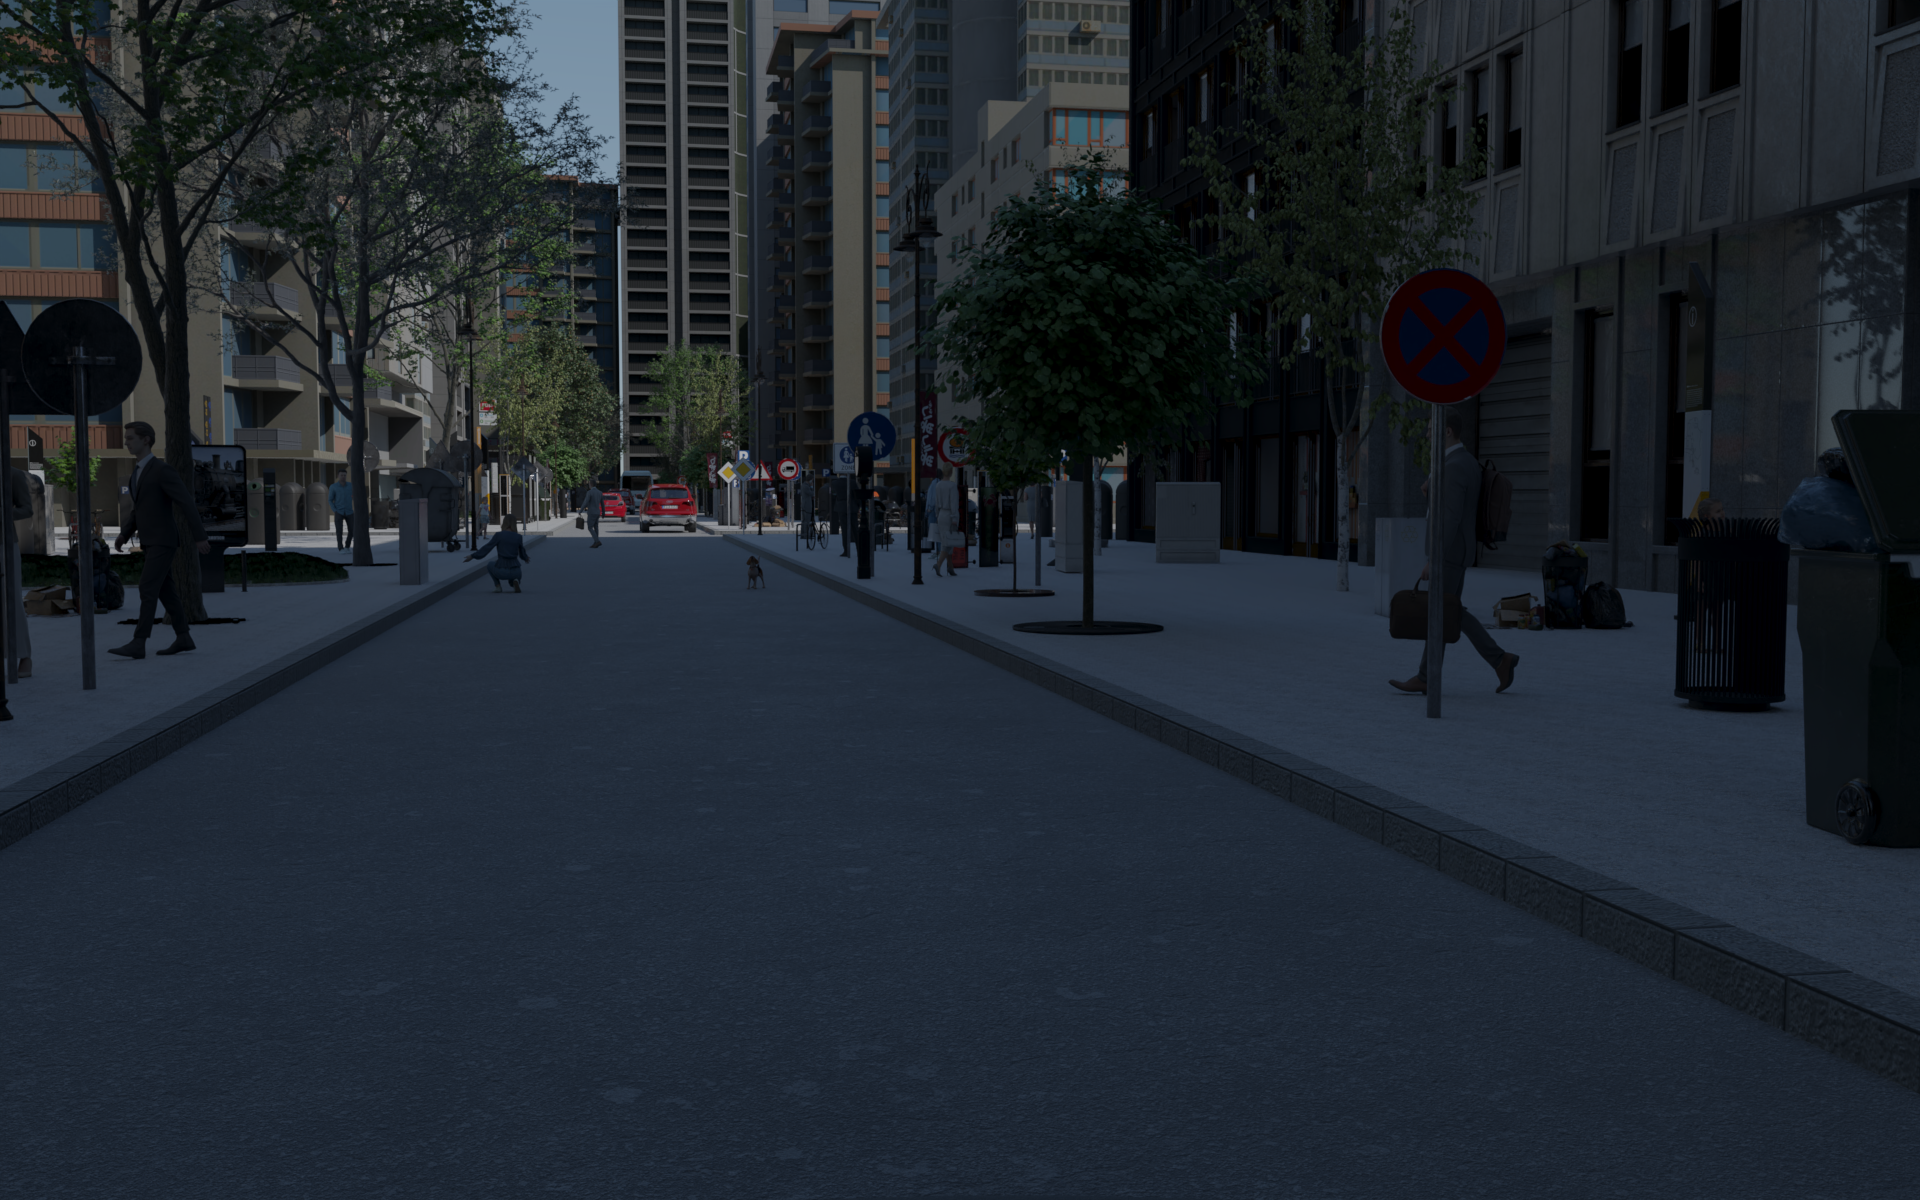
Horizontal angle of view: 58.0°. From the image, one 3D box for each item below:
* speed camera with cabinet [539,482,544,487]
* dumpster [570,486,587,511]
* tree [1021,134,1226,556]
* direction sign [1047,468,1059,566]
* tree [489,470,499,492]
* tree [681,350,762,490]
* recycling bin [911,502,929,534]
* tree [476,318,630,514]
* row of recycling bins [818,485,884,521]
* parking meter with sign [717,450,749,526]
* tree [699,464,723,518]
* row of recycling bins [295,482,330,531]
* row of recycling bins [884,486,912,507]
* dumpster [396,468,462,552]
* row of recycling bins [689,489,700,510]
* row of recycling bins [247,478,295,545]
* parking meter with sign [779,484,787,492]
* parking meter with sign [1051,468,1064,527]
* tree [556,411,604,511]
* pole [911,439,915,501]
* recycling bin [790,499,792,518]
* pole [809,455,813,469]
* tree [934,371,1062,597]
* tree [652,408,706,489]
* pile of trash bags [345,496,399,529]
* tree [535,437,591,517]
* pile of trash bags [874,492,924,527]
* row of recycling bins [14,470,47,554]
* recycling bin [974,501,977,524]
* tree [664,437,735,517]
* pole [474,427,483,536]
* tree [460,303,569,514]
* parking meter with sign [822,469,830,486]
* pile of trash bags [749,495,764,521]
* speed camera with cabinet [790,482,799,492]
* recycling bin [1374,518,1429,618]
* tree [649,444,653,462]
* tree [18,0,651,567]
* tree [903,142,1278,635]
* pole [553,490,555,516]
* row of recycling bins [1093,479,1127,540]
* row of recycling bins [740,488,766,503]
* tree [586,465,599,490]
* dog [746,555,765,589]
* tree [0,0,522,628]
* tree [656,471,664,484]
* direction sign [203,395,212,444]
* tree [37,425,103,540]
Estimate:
[{"bbox_3d":[-29.593,-7.765,121.296,0.660,3.252,2.038,0,4,6],"label":"speed camera with cabinet"},{"bbox_3d":[-28.235,-7.492,128.250,1.264,1.857,1.865,-1,4,-11],"label":"dumpster"},{"bbox_3d":[3.008,-5.222,35.738,4.360,8.622,3.978,0,3,0],"label":"tree"},{"bbox_3d":[1.741,-2.378,30.885,0.876,3.537,0.379,2,4,24],"label":"direction sign"},{"bbox_3d":[-32.718,-7.819,122.436,1.663,3.219,1.824,0,3,0],"label":"tree"},{"bbox_3d":[-12.529,-8.497,89.287,4.737,8.622,4.395,0,3,0],"label":"tree"},{"bbox_3d":[-1.221,-2.656,55.975,0.722,1.027,0.722,-2,4,-35],"label":"recycling bin"},{"bbox_3d":[-26.276,-11.914,111.801,9.611,12.733,9.660,0,3,0],"label":"tree"},{"bbox_3d":[-5.343,-4.541,81.353,3.534,1.692,1.069,3,5,42],"label":"row of recycling bins"},{"bbox_3d":[-9.208,-4.507,69.945,0.543,3.016,1.738,-3,5,-40],"label":"parking meter with sign"},{"bbox_3d":[-13.476,-6.119,94.652,1.663,3.219,1.824,0,3,0],"label":"tree"},{"bbox_3d":[-23.797,-3.288,60.867,3.534,1.692,1.069,1,4,13],"label":"row of recycling bins"},{"bbox_3d":[-3.494,-5.032,89.388,3.534,1.692,1.069,3,5,44],"label":"row of recycling bins"},{"bbox_3d":[-11.812,-2.006,38.565,1.264,1.857,1.865,-1,4,-11],"label":"dumpster"},{"bbox_3d":[-20.329,-7.703,133.057,1.069,1.692,3.534,0,4,6],"label":"row of recycling bins"},{"bbox_3d":[-18.895,-2.292,44.581,3.534,1.692,1.069,2,4,27],"label":"row of recycling bins"},{"bbox_3d":[-13.211,-8.172,129.874,1.738,3.016,0.543,0,4,-2],"label":"parking meter with sign"},{"bbox_3d":[3.781,-4.334,67.127,0.543,3.016,1.738,0,4,-3],"label":"parking meter with sign"},{"bbox_3d":[-29.898,-11.171,133.008,4.360,8.622,3.978,0,3,0],"label":"tree"},{"bbox_3d":[-1.712,-4.291,64.005,0.158,3.312,0.155,0,3,0],"label":"pole"},{"bbox_3d":[-8.582,-4.840,91.685,0.722,1.027,0.722,3,5,45],"label":"recycling bin"},{"bbox_3d":[-7.794,-5.911,90.495,0.158,3.312,0.155,0,3,0],"label":"pole"},{"bbox_3d":[0.785,-1.665,21.827,1.663,3.219,1.824,0,3,0],"label":"tree"},{"bbox_3d":[-22.188,-11.714,141.882,4.360,8.622,3.978,0,3,0],"label":"tree"},{"bbox_3d":[-21.688,-3.382,65.043,3.447,1.369,1.912,-3,4,-38],"label":"pile of trash bags"},{"bbox_3d":[-22.852,-7.047,98.929,4.285,4.588,4.351,0,3,0],"label":"tree"},{"bbox_3d":[-2.508,-3.551,67.807,3.447,1.369,1.912,3,5,44],"label":"pile of trash bags"},{"bbox_3d":[-15.804,-1.288,28.167,1.069,1.692,3.534,-1,4,-8],"label":"row of recycling bins"},{"bbox_3d":[0.603,-3.112,63.428,0.722,1.027,0.722,0,4,5],"label":"recycling bin"},{"bbox_3d":[-14.283,-6.979,97.828,4.285,4.588,4.351,0,3,0],"label":"tree"},{"bbox_3d":[-14.664,-3.599,52.683,0.158,3.312,0.155,0,3,0],"label":"pole"},{"bbox_3d":[-17.432,-7.175,67.679,4.737,8.622,4.395,0,3,0],"label":"tree"},{"bbox_3d":[-9.163,-7.502,118.921,0.543,3.016,1.738,0,4,-6],"label":"parking meter with sign"},{"bbox_3d":[-10.032,-4.371,81.210,1.912,1.369,3.447,1,4,21],"label":"pile of trash bags"},{"bbox_3d":[-11.728,-8.105,126.854,0.660,3.252,2.038,-2,4,-33],"label":"speed camera with cabinet"},{"bbox_3d":[4.796,-0.345,18.201,0.722,1.027,0.722,0,3,0],"label":"recycling bin"},{"bbox_3d":[-29.102,-13.732,174.878,4.360,8.622,3.978,0,3,0],"label":"tree"},{"bbox_3d":[-10.794,-7.343,30.430,12.009,13.543,11.850,0,3,0],"label":"tree"},{"bbox_3d":[1.146,-1.996,16.346,4.285,4.588,4.351,0,3,0],"label":"tree"},{"bbox_3d":[-23.959,-6.645,102.485,0.158,3.312,0.155,0,3,0],"label":"pole"},{"bbox_3d":[5.219,-2.529,48.463,3.534,1.692,1.069,1,4,17],"label":"row of recycling bins"},{"bbox_3d":[-14.953,-7.217,125.107,1.069,1.692,3.534,-3,5,-44],"label":"row of recycling bins"},{"bbox_3d":[-44.894,-15.787,208.472,4.737,8.622,4.395,0,3,0],"label":"tree"},{"bbox_3d":[-3.094,-0.425,26.236,0.406,0.507,0.540,-2,4,-33],"label":"dog"},{"bbox_3d":[-7.835,-5.564,16.725,9.928,11.665,9.643,0,3,0],"label":"tree"},{"bbox_3d":[-34.556,-13.572,205.614,4.285,4.588,4.351,0,3,0],"label":"tree"},{"bbox_3d":[-17.378,-2.940,40.071,0.379,3.537,0.876,-1,4,-15],"label":"direction sign"},{"bbox_3d":[-25.066,-3.317,48.827,1.663,3.219,1.824,0,3,0],"label":"tree"}]
